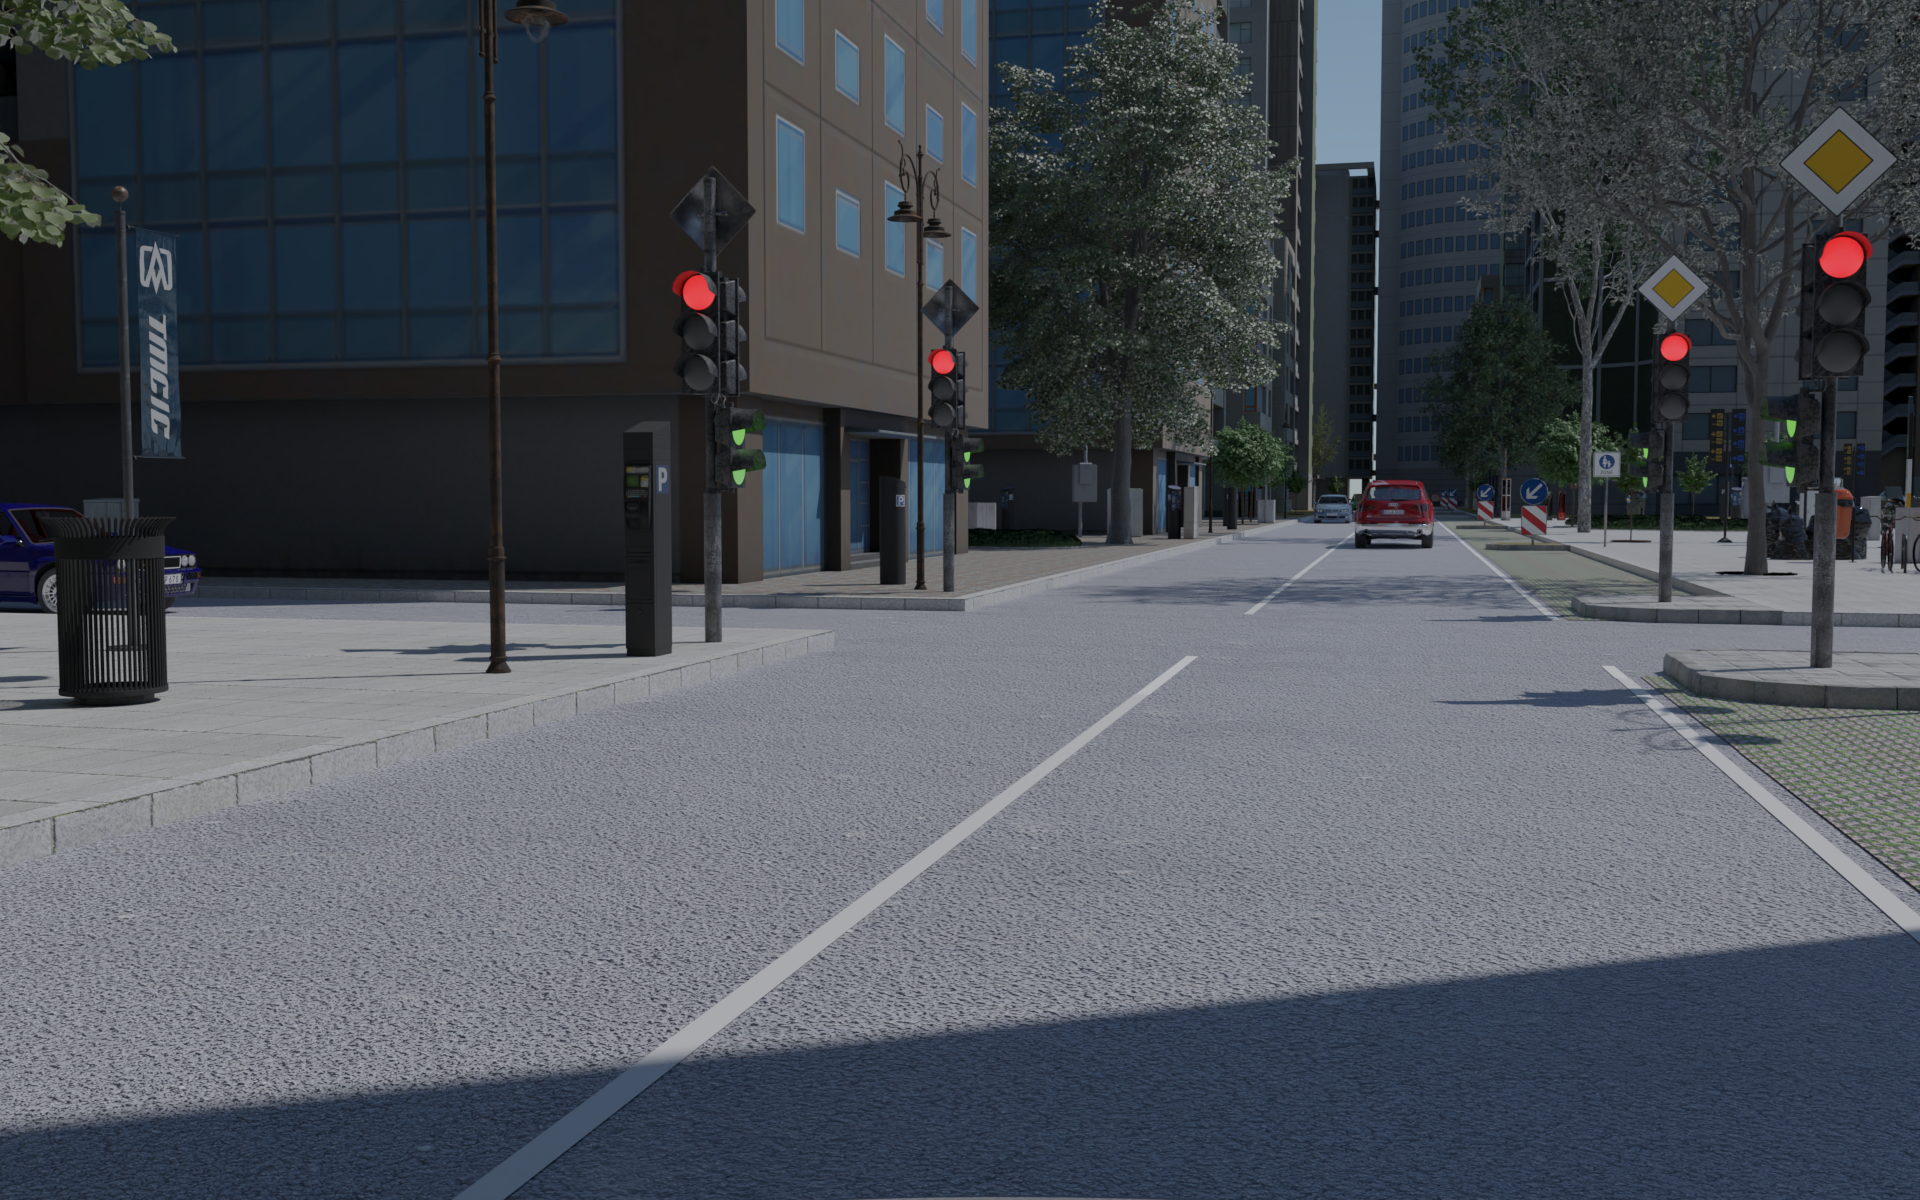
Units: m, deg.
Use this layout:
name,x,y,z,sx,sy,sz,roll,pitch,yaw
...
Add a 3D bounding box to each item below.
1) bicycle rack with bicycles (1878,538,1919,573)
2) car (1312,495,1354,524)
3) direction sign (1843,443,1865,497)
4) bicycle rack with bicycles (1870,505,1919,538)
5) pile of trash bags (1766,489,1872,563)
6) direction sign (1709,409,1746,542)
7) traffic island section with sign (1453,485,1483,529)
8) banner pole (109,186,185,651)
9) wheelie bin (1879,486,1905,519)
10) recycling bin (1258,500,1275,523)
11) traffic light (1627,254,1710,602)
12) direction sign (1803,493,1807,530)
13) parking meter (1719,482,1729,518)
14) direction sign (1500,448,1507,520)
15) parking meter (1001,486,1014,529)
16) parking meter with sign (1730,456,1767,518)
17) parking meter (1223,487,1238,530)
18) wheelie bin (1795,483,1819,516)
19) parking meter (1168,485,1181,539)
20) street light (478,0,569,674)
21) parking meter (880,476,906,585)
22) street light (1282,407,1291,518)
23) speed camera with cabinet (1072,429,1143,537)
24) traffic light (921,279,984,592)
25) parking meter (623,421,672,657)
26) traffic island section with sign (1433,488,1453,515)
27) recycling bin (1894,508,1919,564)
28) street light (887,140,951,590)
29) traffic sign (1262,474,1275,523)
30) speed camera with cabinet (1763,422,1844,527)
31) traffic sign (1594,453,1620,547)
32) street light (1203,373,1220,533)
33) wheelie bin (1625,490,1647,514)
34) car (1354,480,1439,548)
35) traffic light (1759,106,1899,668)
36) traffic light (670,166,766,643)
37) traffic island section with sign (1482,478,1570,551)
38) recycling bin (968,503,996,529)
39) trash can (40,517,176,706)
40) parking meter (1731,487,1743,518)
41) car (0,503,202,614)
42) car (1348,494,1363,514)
name,x,y,z,sx,sy,sz,roll,pitch,yaw
bicycle rack with bicycles,16.303,-0.914,28.325,2.852,0.926,2.925,2,4,28
car,18.466,-4.507,85.685,2.014,1.417,4.499,1,4,14
direction sign,39.962,-5.228,77.471,0.876,3.537,0.379,3,5,41
bicycle rack with bicycles,28.994,-2.567,55.359,2.925,0.926,2.852,-3,5,-44
pile of trash bags,16.808,-1.476,33.884,1.912,1.369,3.447,1,4,12
direction sign,20.372,-3.304,46.025,0.876,3.537,0.379,1,4,13
traffic island section with sign,21.341,-3.804,70.830,1.989,1.847,2.006,1,4,14
banner pole,-6.766,-1.492,14.412,0.401,3.779,0.863,1,4,17
wheelie bin,38.655,-3.913,71.891,0.980,1.594,0.693,1,4,9
recycling bin,13.441,-3.879,75.970,0.722,1.027,0.722,1,4,14
traffic light,8.358,-1.930,20.468,0.839,4.253,0.868,1,4,14
direction sign,21.461,-3.176,43.930,0.379,3.537,0.876,3,4,36
parking meter,35.971,-4.640,81.568,0.399,1.863,0.255,2,4,35
direction sign,27.077,-5.752,86.044,0.379,3.537,0.876,2,4,24
parking meter,1.453,-2.728,53.015,0.372,1.533,0.369,0,3,0
parking meter with sign,36.142,-5.069,79.147,1.738,3.016,0.543,0,4,6
parking meter,9.813,-3.305,62.450,0.372,1.533,0.369,0,3,0
wheelie bin,25.176,-2.651,51.245,0.693,1.594,0.980,0,4,-6
parking meter,6.126,-2.510,49.448,0.372,1.533,0.369,0,3,0
street light,-3.317,-2.415,12.270,0.468,5.910,1.993,1,4,14
parking meter,-0.955,-0.990,24.590,0.372,1.533,0.369,0,3,0
street light,17.317,-7.295,92.066,0.468,5.910,1.993,1,4,14
speed camera with cabinet,4.384,-3.496,51.503,2.038,3.252,0.660,0,4,-4
traffic light,-0.132,-2.062,22.627,0.839,4.253,0.868,1,4,14
parking meter,-2.480,-0.492,13.756,0.255,1.863,0.399,1,4,15
traffic island section with sign,33.904,-6.792,119.672,1.989,1.847,2.006,1,4,14
recycling bin,17.980,-1.207,32.287,0.722,1.027,0.722,-1,4,-15
street light,-0.529,-3.076,23.076,0.468,5.910,1.993,1,4,14
traffic sign,13.315,-4.610,75.474,0.768,2.556,0.104,1,4,19
speed camera with cabinet,22.231,-3.145,45.760,2.038,3.252,0.660,1,4,11
traffic sign,15.641,-2.435,41.934,0.606,2.300,0.079,1,4,20
street light,8.302,-5.165,57.238,0.468,5.910,1.993,1,4,14
wheelie bin,29.957,-4.207,76.692,0.980,1.594,0.693,-3,4,-36
car,11.931,-2.370,47.421,2.281,1.827,5.304,1,4,16
traffic light,6.369,-1.456,12.734,0.839,4.253,0.868,1,4,14
traffic light,-2.121,-1.589,14.893,0.839,4.253,0.868,1,4,14
traffic island section with sign,14.540,-2.188,44.396,1.989,1.847,2.006,1,4,14
recycling bin,0.566,-2.301,50.182,0.722,1.027,0.722,-2,4,-31
trash can,-5.221,0.061,10.660,0.748,1.137,0.748,0,3,0
parking meter,28.696,-3.400,64.001,0.372,1.533,0.369,0,3,0
car,-11.224,-0.501,20.774,3.894,1.354,1.945,1,4,13
car,29.674,-7.282,127.854,1.959,1.807,4.718,1,4,13
